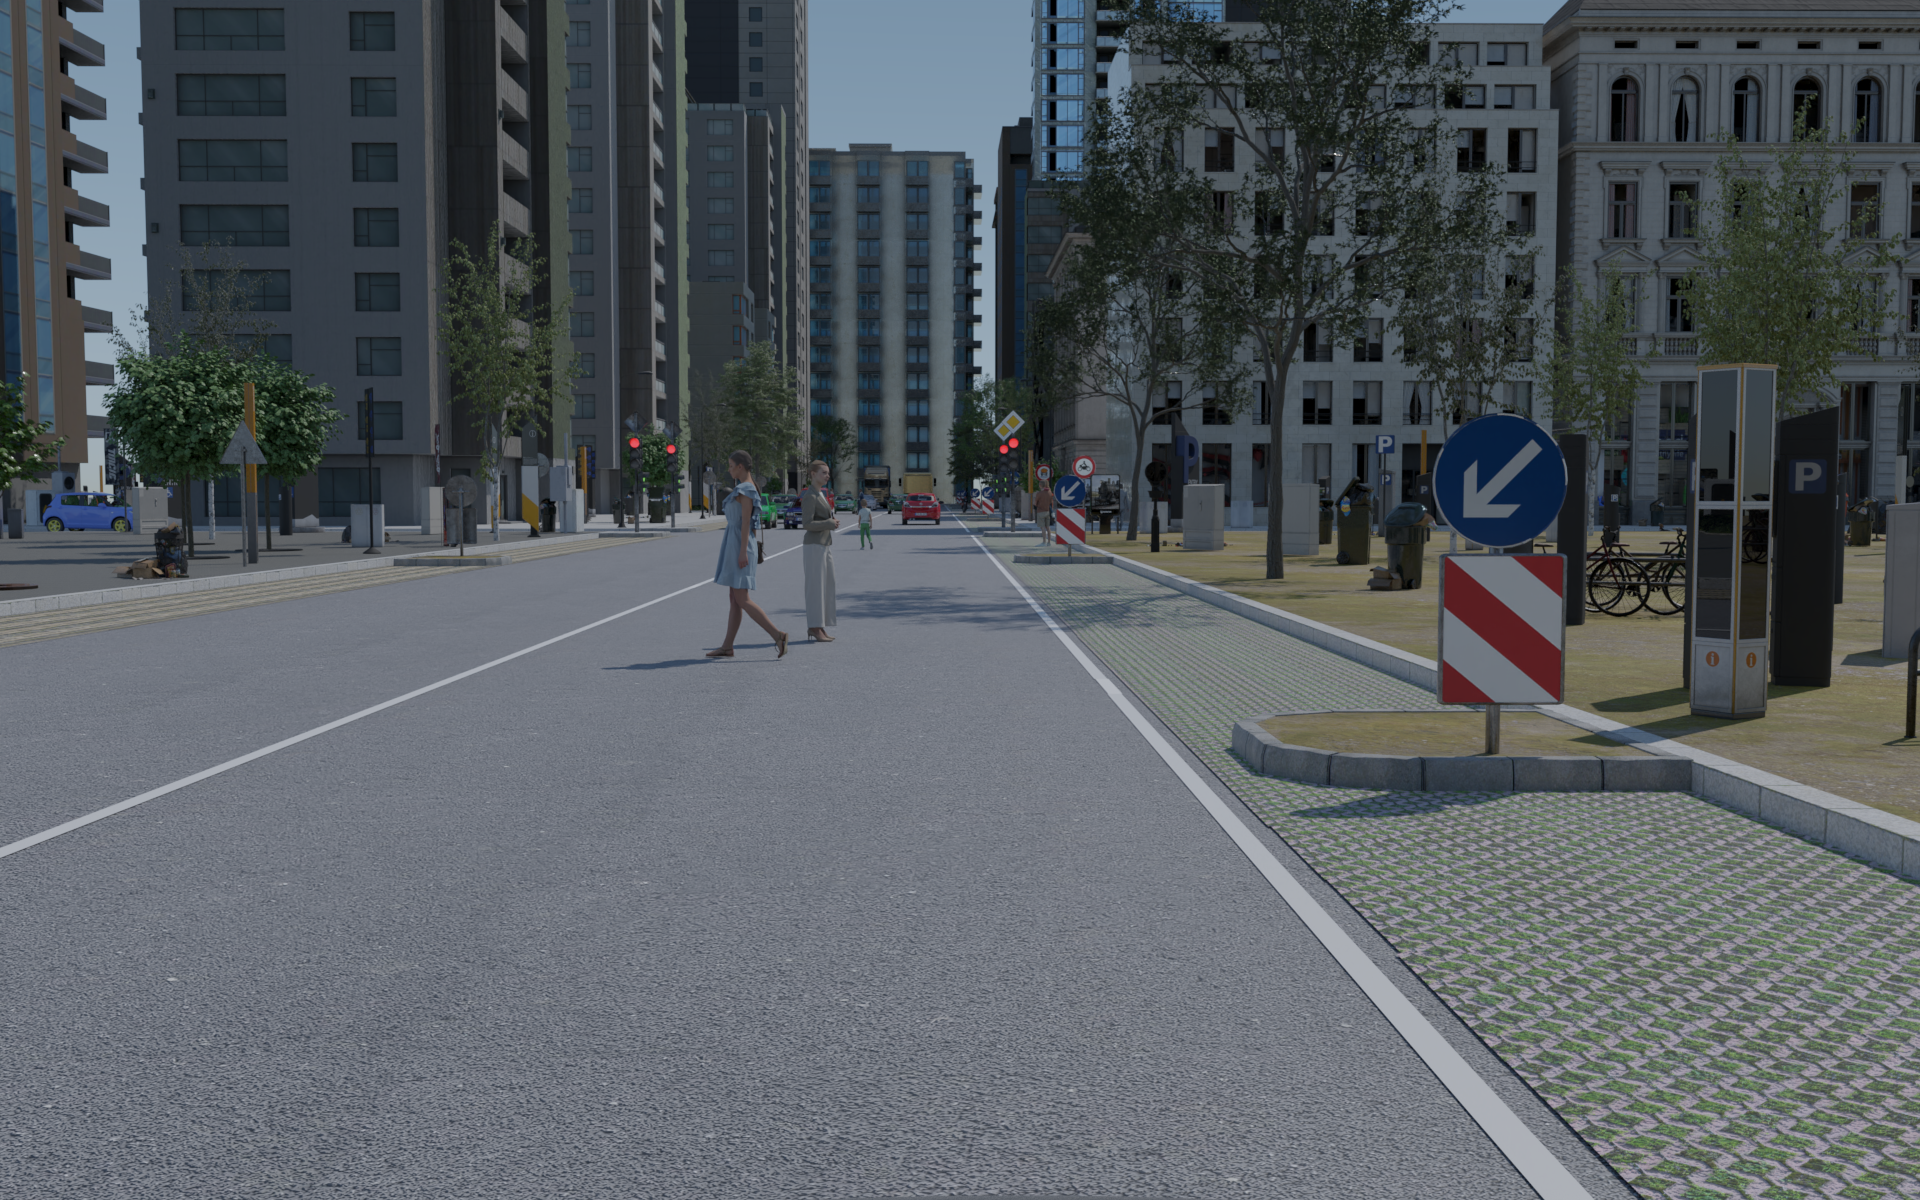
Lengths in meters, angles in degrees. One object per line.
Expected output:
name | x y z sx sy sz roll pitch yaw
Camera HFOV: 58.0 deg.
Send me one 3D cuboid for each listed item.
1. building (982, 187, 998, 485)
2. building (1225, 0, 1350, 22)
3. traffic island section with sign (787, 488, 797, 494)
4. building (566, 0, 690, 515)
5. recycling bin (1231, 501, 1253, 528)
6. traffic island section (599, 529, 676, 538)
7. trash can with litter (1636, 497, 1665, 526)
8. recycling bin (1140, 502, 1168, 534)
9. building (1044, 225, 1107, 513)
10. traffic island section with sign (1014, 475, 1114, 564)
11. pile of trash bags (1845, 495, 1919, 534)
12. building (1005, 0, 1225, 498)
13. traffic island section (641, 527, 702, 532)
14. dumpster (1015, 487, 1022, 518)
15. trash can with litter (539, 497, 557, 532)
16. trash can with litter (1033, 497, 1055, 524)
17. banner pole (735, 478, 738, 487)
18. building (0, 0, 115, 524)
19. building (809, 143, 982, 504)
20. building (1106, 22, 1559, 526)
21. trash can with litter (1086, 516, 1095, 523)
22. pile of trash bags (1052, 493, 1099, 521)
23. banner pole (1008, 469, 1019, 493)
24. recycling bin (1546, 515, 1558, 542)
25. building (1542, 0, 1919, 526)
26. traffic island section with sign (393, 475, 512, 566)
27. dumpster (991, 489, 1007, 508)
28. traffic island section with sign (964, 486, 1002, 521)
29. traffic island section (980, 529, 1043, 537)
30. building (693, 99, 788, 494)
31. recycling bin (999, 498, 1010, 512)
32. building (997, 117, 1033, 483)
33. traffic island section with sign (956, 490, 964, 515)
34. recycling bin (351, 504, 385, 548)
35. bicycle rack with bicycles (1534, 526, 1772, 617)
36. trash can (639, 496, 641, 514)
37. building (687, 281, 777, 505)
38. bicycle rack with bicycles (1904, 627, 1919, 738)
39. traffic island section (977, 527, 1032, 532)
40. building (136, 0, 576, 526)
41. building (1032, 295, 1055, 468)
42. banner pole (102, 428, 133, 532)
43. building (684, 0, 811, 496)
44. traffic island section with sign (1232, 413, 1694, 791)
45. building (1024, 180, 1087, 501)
building | 17.381 -35.703 238.366 28.867 44.769 22.147 0 4 -1
building | 33.111 -46.793 203.323 20.611 71.187 20.563 0 4 -1
traffic island section with sign | -11.380 -6.663 117.564 1.989 1.847 2.006 0 4 -1
building | -25.765 -26.279 113.253 14.154 41.232 14.086 0 4 -1
recycling bin | 10.687 -3.247 65.641 0.722 1.027 0.722 1 4 21
traffic island section | -10.837 -2.186 58.021 2.009 0.180 2.903 0 4 -1
trash can with litter | 27.342 -3.497 68.567 1.055 1.170 0.624 2 4 30
recycling bin | 6.304 -2.683 56.426 0.722 1.027 0.722 -1 4 -16
building | 11.168 -14.960 109.231 10.561 19.102 19.286 0 4 -1
traffic island section with sign | 2.137 -1.686 36.195 1.989 1.847 2.006 0 4 -1
pile of trash bags | 29.337 -2.804 55.598 3.447 1.369 1.912 -1 4 -18
building | 16.371 -53.218 182.784 22.319 86.520 31.000 0 4 -1
traffic island section | -10.954 -2.674 66.006 2.009 0.180 2.903 0 4 -1
dumpster | 3.488 -5.248 91.555 1.264 1.857 1.865 0 4 -1
trash can with litter | -13.972 -2.870 58.312 0.624 1.170 1.055 -2 4 -30
trash can with litter | 3.715 -3.909 75.303 1.055 1.170 0.624 1 4 23
banner pole | -14.008 -7.247 108.506 0.401 3.779 0.863 0 4 5
building | -47.291 -25.961 74.568 14.200 45.320 14.600 0 4 -1
building | -12.297 -37.896 239.200 30.456 49.044 23.786 0 4 -1
building | 15.175 -13.399 73.824 16.860 20.320 10.420 0 4 -1
trash can with litter | 5.585 -4.051 77.620 1.055 1.170 0.624 2 4 35
pile of trash bags | 5.540 -4.388 81.494 3.447 1.369 1.912 0 4 2
banner pole | 2.898 -6.762 100.575 0.401 3.779 0.863 2 4 25
recycling bin | 16.172 -2.066 46.336 0.722 1.027 0.722 0 4 -8
building | 33.840 -15.014 74.357 19.941 23.489 11.050 0 4 -1
traffic island section with sign | -10.180 -1.615 35.027 1.989 1.847 2.006 0 4 -1
dumpster | 2.919 -7.567 129.478 1.264 1.857 1.865 0 4 -1
traffic island section with sign | 1.341 -5.029 90.857 1.989 1.847 2.006 0 4 -1
traffic island section | 1.803 -2.197 58.201 2.009 0.180 2.903 0 4 -1
building | -25.251 -30.144 176.444 14.154 41.232 14.086 0 4 -1
recycling bin | 3.198 -6.748 122.890 0.722 1.027 0.722 -1 4 -12
building | 11.631 -34.032 206.533 14.600 45.320 14.200 0 4 -1
traffic island section with sign | 0.929 -6.688 117.974 1.989 1.847 2.006 0 4 -1
recycling bin | -14.327 -1.796 41.911 0.722 1.027 0.722 -1 4 -15
bicycle rack with bicycles | 7.450 -0.332 18.815 2.925 0.926 2.852 2 4 27
trash can | -19.759 -5.733 105.384 0.748 1.137 0.748 0 3 0
building | -31.650 -18.988 155.498 27.650 21.520 28.899 0 4 -1
bicycle rack with bicycles | 6.200 0.313 8.273 2.925 0.926 2.852 -1 4 -9
traffic island section | 1.686 -2.685 66.185 2.009 0.180 2.903 0 4 -1
building | -25.203 -18.526 74.598 14.160 30.474 14.107 0 4 -1
building | 13.870 -16.234 132.882 16.820 18.784 16.811 0 4 -1
banner pole | -28.243 -4.161 58.052 0.863 3.779 0.401 0 4 -7
building | -28.459 -46.685 201.550 20.611 71.187 20.563 0 4 -1
traffic island section with sign | 2.523 -0.038 9.243 1.989 1.847 2.006 0 4 -1
building | 12.920 -23.867 161.924 14.160 30.474 14.107 0 4 -1
